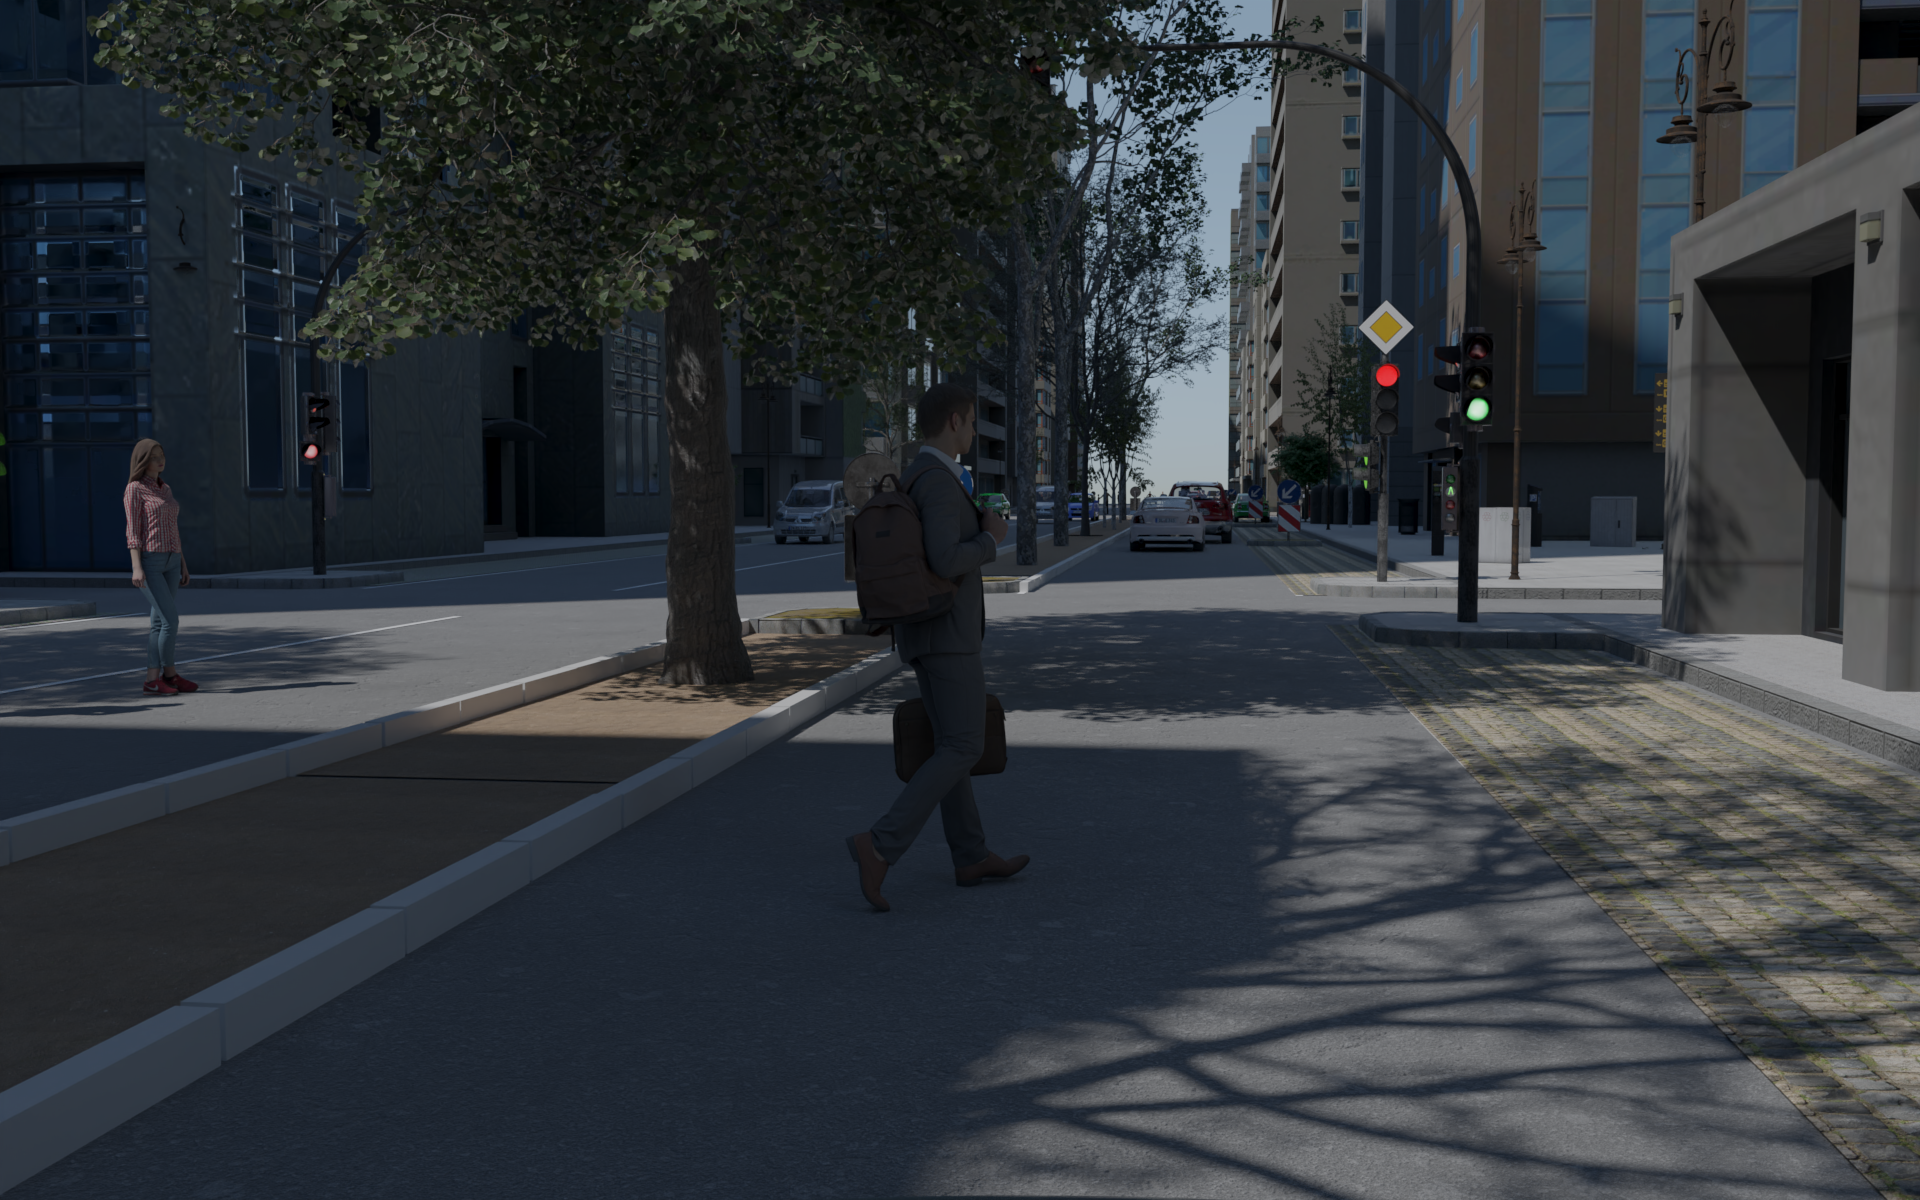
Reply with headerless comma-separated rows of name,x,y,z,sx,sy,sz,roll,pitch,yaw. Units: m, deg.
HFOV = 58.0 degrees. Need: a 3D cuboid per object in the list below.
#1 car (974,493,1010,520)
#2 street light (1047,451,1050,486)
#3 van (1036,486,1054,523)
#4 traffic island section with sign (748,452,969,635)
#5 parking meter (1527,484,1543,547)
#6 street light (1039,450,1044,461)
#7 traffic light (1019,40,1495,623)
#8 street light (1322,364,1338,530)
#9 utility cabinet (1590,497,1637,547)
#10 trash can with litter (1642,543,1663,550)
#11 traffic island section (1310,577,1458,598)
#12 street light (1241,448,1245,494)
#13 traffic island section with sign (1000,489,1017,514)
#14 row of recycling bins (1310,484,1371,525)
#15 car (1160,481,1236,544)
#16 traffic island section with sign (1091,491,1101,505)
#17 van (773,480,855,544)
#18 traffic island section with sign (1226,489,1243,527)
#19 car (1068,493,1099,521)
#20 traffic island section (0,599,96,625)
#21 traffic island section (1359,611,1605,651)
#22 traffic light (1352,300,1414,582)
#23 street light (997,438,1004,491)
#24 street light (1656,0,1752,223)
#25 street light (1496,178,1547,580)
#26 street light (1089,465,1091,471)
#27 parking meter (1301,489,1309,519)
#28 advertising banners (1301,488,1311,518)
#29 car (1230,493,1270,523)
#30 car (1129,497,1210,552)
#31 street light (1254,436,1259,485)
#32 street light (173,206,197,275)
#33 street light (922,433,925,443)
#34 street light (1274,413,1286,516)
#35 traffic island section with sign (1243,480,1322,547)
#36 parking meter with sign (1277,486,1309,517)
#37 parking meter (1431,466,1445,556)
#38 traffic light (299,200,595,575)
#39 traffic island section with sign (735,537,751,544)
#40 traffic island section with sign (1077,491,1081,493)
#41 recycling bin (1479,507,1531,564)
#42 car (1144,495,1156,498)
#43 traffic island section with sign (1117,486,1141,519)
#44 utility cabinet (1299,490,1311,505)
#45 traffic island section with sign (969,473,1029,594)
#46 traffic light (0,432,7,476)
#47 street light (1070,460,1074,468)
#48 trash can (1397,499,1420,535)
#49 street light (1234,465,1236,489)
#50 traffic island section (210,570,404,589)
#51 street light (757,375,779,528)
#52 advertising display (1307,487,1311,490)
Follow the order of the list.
car,1.719,-5.349,96.256,1.959,1.807,4.718,1,4,9
street light,9.517,-13.050,186.155,0.468,5.910,1.993,0,4,8
van,4.208,-4.720,84.186,2.013,2.044,4.112,1,4,9
traffic island section with sign,-1.055,-0.633,18.479,2.006,1.907,1.989,0,4,8
parking meter,13.944,-2.057,42.039,0.372,1.533,0.369,0,3,0
street light,8.277,-12.478,176.801,0.468,5.910,1.993,0,4,8
traffic light,2.984,-2.616,17.431,4.771,5.953,1.251,0,4,8
street light,13.213,-5.455,61.969,0.468,5.910,1.993,0,4,8
utility cabinet,15.886,-1.894,42.124,1.020,1.237,0.306,3,5,41
trash can with litter,16.749,-1.741,39.527,1.678,1.210,2.233,-3,5,-40
traffic island section,6.189,-0.185,25.310,2.009,0.180,2.903,0,4,8
street light,30.134,-12.950,184.515,0.468,5.910,1.993,0,4,8
traffic island section with sign,3.267,-7.184,126.087,1.989,1.847,2.006,0,4,8
row of recycling bins,16.062,-4.046,73.271,1.069,1.692,3.534,-2,4,-26
car,7.097,-2.633,51.718,2.281,1.827,5.304,1,4,8
traffic island section with sign,18.124,-13.826,234.689,1.989,1.847,2.006,0,4,8
van,-4.248,-2.679,50.814,2.013,2.044,4.112,1,4,9
traffic island section with sign,12.613,-4.040,74.679,1.989,1.847,2.006,0,4,8
car,6.460,-5.056,92.256,1.945,1.707,3.694,1,4,10
traffic island section,-11.282,0.162,19.635,2.009,0.180,2.903,0,4,8
traffic island section,5.107,0.299,17.398,2.009,0.180,2.903,0,4,8
traffic light,6.150,-2.219,25.201,0.839,4.253,0.868,0,4,8
street light,3.259,-10.264,140.609,0.468,5.910,1.993,0,4,8
street light,7.083,-2.683,16.648,0.468,5.910,1.993,0,4,8
street light,8.316,-3.242,25.792,0.468,5.910,1.993,0,4,8
street light,19.396,-17.487,258.695,0.468,5.910,1.993,0,4,8
parking meter,17.577,-4.879,88.185,0.372,1.533,0.369,0,3,0
advertising banners,19.220,-6.022,94.653,2.074,3.025,0.090,3,5,42
car,14.687,-4.825,87.678,1.959,1.807,4.718,0,4,6
car,5.373,-1.972,44.612,2.083,1.381,4.827,1,4,9
street light,23.717,-10.149,138.721,0.468,5.910,1.993,0,4,8
street light,-12.067,-3.385,28.133,0.468,5.910,1.993,0,4,8
street light,-1.777,-8.012,103.778,0.468,5.910,1.993,0,4,8
street light,18.841,-7.936,102.541,0.468,5.910,1.993,0,4,8
traffic island section with sign,8.965,-2.406,47.971,1.989,1.847,2.006,0,4,8
parking meter with sign,18.571,-6.136,96.582,1.738,3.016,0.543,1,4,10
parking meter,9.972,-1.859,36.110,0.255,1.863,0.399,1,4,14
traffic light,-8.077,-3.210,27.159,4.771,5.953,1.251,0,4,8
traffic island section with sign,-7.122,-2.534,50.052,1.989,1.847,2.006,0,4,8
traffic island section with sign,14.384,-12.155,207.363,1.989,1.847,2.006,0,4,8
recycling bin,10.150,-1.206,32.273,0.722,1.027,0.722,3,5,43
car,27.363,-14.408,248.157,1.945,1.354,3.894,1,4,8
traffic island section with sign,10.126,-5.635,100.267,2.006,1.907,1.989,0,4,8
utility cabinet,19.587,-5.433,97.504,1.173,1.500,0.318,2,4,27
traffic island section with sign,-0.042,-1.081,25.817,2.006,1.907,1.989,0,4,8
traffic light,-11.244,-1.870,19.495,0.839,4.253,0.868,0,4,8
street light,14.393,-15.263,222.335,0.468,5.910,1.993,0,4,8
trash can,14.137,-2.628,54.614,0.748,1.137,0.748,0,3,0
street light,34.995,-15.163,220.696,0.468,5.910,1.993,0,4,8
traffic island section,-10.200,-0.322,27.547,2.009,0.180,2.903,0,4,8
street light,-7.238,-5.666,65.424,0.468,5.910,1.993,0,4,8
advertising display,19.973,-5.760,99.390,0.123,1.923,0.974,0,4,1
